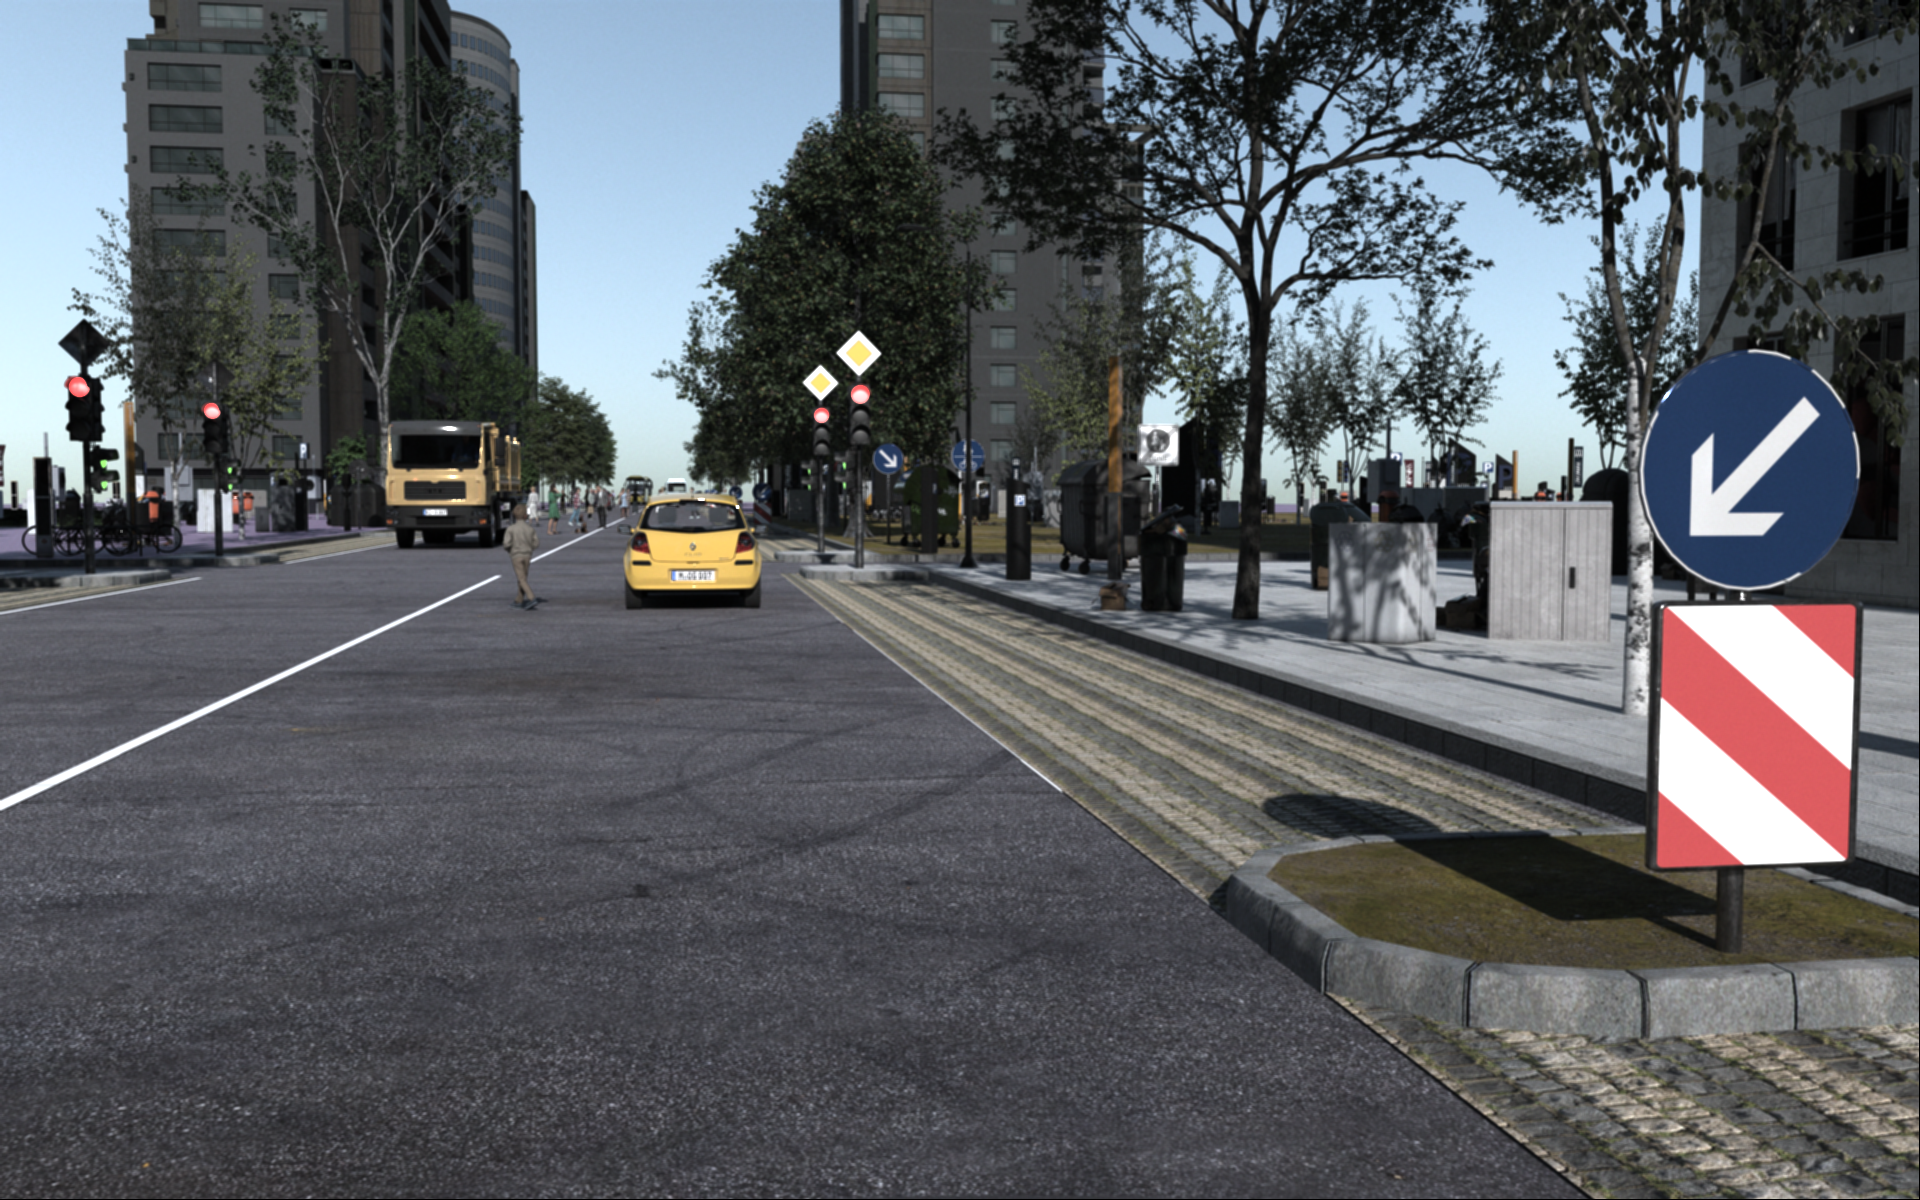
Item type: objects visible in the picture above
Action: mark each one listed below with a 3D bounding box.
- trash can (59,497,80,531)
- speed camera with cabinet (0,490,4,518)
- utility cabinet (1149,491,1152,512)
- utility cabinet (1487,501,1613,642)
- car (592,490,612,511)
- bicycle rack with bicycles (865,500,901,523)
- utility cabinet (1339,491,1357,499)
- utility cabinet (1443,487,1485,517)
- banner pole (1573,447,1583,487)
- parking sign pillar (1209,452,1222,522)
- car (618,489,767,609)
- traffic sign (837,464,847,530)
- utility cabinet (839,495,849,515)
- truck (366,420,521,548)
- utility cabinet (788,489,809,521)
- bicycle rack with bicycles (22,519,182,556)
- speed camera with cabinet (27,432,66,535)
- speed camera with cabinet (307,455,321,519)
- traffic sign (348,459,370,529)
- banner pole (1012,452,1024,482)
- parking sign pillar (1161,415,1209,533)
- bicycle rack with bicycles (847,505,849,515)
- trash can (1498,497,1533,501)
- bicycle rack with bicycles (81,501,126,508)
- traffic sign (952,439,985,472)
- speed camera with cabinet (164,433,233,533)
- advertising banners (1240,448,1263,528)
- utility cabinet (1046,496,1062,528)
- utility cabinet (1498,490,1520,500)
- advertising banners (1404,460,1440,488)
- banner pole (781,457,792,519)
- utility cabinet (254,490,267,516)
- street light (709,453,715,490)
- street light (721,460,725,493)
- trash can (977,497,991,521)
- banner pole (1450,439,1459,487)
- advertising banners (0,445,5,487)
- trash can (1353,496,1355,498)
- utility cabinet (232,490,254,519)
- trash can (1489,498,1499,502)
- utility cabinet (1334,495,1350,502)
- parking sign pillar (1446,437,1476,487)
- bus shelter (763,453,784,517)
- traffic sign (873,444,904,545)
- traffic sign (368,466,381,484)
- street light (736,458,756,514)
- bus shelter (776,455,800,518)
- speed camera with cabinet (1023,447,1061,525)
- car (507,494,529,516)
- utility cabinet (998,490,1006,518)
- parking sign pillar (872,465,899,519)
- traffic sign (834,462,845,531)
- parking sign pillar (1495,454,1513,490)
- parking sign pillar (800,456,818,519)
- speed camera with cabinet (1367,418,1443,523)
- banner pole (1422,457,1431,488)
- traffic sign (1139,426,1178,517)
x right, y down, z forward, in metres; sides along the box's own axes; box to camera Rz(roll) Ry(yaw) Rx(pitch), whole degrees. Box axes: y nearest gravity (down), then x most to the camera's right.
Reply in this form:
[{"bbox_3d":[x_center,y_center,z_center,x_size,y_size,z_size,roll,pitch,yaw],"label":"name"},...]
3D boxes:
[{"bbox_3d":[-31.362,-3.015,60.953,0.748,1.137,0.748,0,3,0],"label":"trash can"},{"bbox_3d":[-44.307,-5.135,78.295,0.660,3.252,2.038,1,4,15],"label":"speed camera with cabinet"},{"bbox_3d":[12.295,-6.446,114.069,1.173,1.500,0.318,-3,4,-38],"label":"utility cabinet"},{"bbox_3d":[5.198,-0.252,15.278,1.020,1.237,0.306,1,4,19],"label":"utility cabinet"},{"bbox_3d":[-31.564,-8.737,151.523,2.281,1.827,5.304,-1,4,-9],"label":"car"},{"bbox_3d":[-2.681,-3.948,77.925,2.925,0.926,2.852,-1,4,-21],"label":"bicycle rack with bicycles"},{"bbox_3d":[24.688,-6.211,110.228,0.318,1.500,1.173,-3,5,-41],"label":"utility cabinet"},{"bbox_3d":[15.074,-2.640,51.836,1.173,1.500,0.318,0,4,2],"label":"utility cabinet"},{"bbox_3d":[28.452,-5.513,80.150,0.863,3.779,0.401,-1,4,-12],"label":"banner pole"},{"bbox_3d":[11.596,-5.598,80.006,1.447,3.967,1.447,-1,4,-22],"label":"parking sign pillar"},{"bbox_3d":[-3.554,-0.785,23.057,2.015,1.641,3.980,-1,4,-9],"label":"car"},{"bbox_3d":[-3.805,-3.399,57.709,0.606,2.300,0.079,0,4,-5],"label":"traffic sign"},{"bbox_3d":[-7.054,-5.814,106.215,1.020,1.237,0.306,-3,5,-42],"label":"utility cabinet"},{"bbox_3d":[-14.017,-3.198,48.211,3.469,3.379,9.791,-1,4,-9],"label":"truck"},{"bbox_3d":[-7.613,-4.535,82.830,1.173,1.500,0.318,-1,4,-14],"label":"utility cabinet"},{"bbox_3d":[-18.196,-1.415,36.516,2.925,0.926,2.852,-1,4,-13],"label":"bicycle rack with bicycles"},{"bbox_3d":[-29.037,-3.713,55.050,0.660,3.252,2.038,-1,4,-11],"label":"speed camera with cabinet"},{"bbox_3d":[-33.417,-5.708,87.662,2.038,3.252,0.660,1,4,10],"label":"speed camera with cabinet"},{"bbox_3d":[-21.757,-3.829,62.702,0.768,2.556,0.104,0,4,-4],"label":"traffic sign"},{"bbox_3d":[3.504,-6.937,103.436,0.863,3.779,0.401,0,4,-7],"label":"banner pole"},{"bbox_3d":[7.358,-4.231,57.652,1.447,3.967,1.447,0,4,0],"label":"parking sign pillar"},{"bbox_3d":[-5.535,-5.433,102.216,2.925,0.926,2.852,-1,4,-16],"label":"bicycle rack with bicycles"},{"bbox_3d":[17.516,-2.610,54.326,0.748,1.137,0.748,0,3,0],"label":"trash can"},{"bbox_3d":[-43.258,-4.593,88.481,2.925,0.926,2.852,1,4,12],"label":"bicycle rack with bicycles"},{"bbox_3d":[0.185,-2.459,40.317,0.768,2.556,0.104,0,4,-3],"label":"traffic sign"},{"bbox_3d":[-24.970,-3.821,56.809,0.660,3.252,2.038,3,4,37],"label":"speed camera with cabinet"},{"bbox_3d":[10.918,-4.194,64.764,0.090,3.025,2.074,2,4,32],"label":"advertising banners"},{"bbox_3d":[3.752,-3.375,66.344,0.306,1.237,1.020,-3,5,-44],"label":"utility cabinet"},{"bbox_3d":[30.521,-5.364,96.383,1.173,1.500,0.318,0,4,1],"label":"utility cabinet"},{"bbox_3d":[23.531,-5.615,87.999,2.074,3.025,0.090,0,4,-7],"label":"advertising banners"},{"bbox_3d":[-8.872,-5.989,87.942,0.863,3.779,0.401,2,4,29],"label":"banner pole"},{"bbox_3d":[-40.333,-5.546,99.357,0.318,1.500,1.173,2,4,28],"label":"utility cabinet"},{"bbox_3d":[-27.545,-13.682,196.242,1.470,5.913,1.316,-1,4,-9],"label":"street light"},{"bbox_3d":[-20.039,-10.903,150.802,1.470,5.913,1.316,-1,4,-9],"label":"street light"},{"bbox_3d":[1.104,-4.344,82.673,0.748,1.137,0.748,0,3,0],"label":"trash can"},{"bbox_3d":[22.123,-5.352,77.523,0.401,3.779,0.863,3,5,41],"label":"banner pole"},{"bbox_3d":[-34.246,-3.941,60.628,0.090,3.025,2.074,1,4,20],"label":"advertising banners"},{"bbox_3d":[23.548,-5.709,104.994,0.748,1.137,0.748,0,3,0],"label":"trash can"},{"bbox_3d":[-36.449,-4.838,87.784,1.173,1.500,0.318,2,4,30],"label":"utility cabinet"},{"bbox_3d":[21.367,-3.497,68.833,0.748,1.137,0.748,0,3,0],"label":"trash can"},{"bbox_3d":[21.748,-5.329,98.294,1.020,1.237,0.306,-1,4,-14],"label":"utility cabinet"},{"bbox_3d":[23.502,-5.678,81.302,1.447,3.967,1.447,3,4,37],"label":"parking sign pillar"},{"bbox_3d":[-10.666,-6.745,101.570,1.731,3.624,6.357,-1,4,-9],"label":"bus shelter"},{"bbox_3d":[-1.807,-2.668,43.732,0.768,2.556,0.104,0,4,0],"label":"traffic sign"},{"bbox_3d":[-26.278,-4.765,78.016,0.768,2.556,0.104,0,4,-3],"label":"traffic sign"},{"bbox_3d":[-13.990,-8.636,113.734,1.470,5.913,1.316,-1,4,-9],"label":"street light"},{"bbox_3d":[-8.775,-7.096,93.647,2.179,5.291,8.768,-1,4,-9],"label":"bus shelter"},{"bbox_3d":[3.624,-4.800,72.821,2.038,3.252,0.660,-2,4,-32],"label":"speed camera with cabinet"},{"bbox_3d":[-25.894,-5.593,101.670,2.015,1.641,3.980,-1,4,-10],"label":"car"},{"bbox_3d":[2.588,-5.058,91.374,1.173,1.500,0.318,2,4,29],"label":"utility cabinet"},{"bbox_3d":[-3.802,-6.163,89.242,1.447,3.967,1.447,-1,4,-12],"label":"parking sign pillar"},{"bbox_3d":[-3.983,-3.660,59.944,0.768,2.556,0.104,0,4,-4],"label":"traffic sign"},{"bbox_3d":[36.465,-7.779,115.660,1.447,3.967,1.447,0,4,-1],"label":"parking sign pillar"},{"bbox_3d":[-7.621,-5.948,85.724,1.447,3.967,1.447,-1,4,-12],"label":"parking sign pillar"},{"bbox_3d":[11.655,-3.118,45.316,2.038,3.252,0.660,-1,4,-22],"label":"speed camera with cabinet"},{"bbox_3d":[31.536,-7.778,117.186,0.863,3.779,0.401,0,3,0],"label":"banner pole"},{"bbox_3d":[2.903,-1.429,25.487,0.606,2.300,0.079,0,4,-5],"label":"traffic sign"}]
